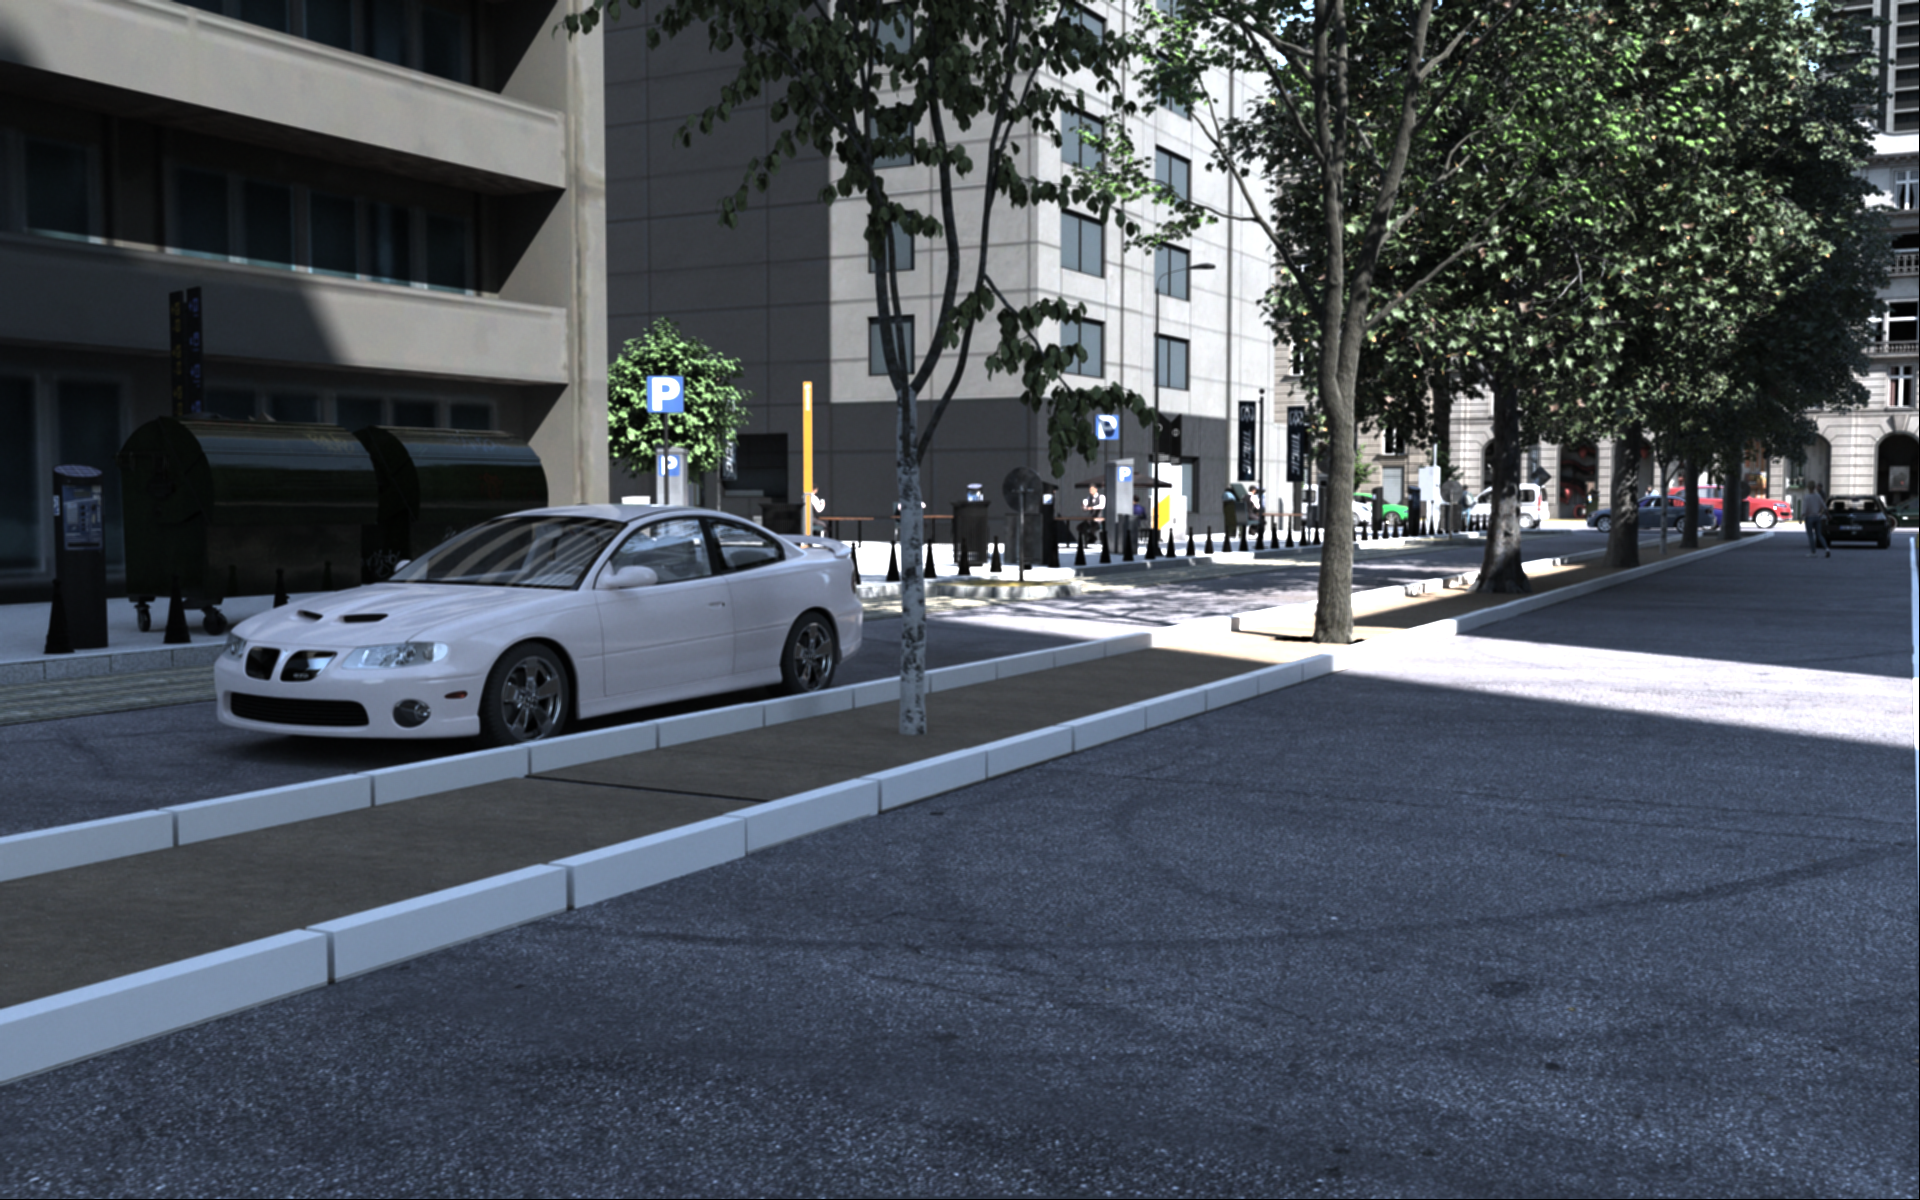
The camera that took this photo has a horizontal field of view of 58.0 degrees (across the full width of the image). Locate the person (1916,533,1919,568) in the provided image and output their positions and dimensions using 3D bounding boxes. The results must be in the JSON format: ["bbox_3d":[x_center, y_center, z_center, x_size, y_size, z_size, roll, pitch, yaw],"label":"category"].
[{"bbox_3d":[18.685,-1.440,32.261,1.509,1.804,0.699,2,4,30],"label":"person"}]

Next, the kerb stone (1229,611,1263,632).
[{"bbox_3d":[2.948,0.239,18.290,0.120,0.150,1.000,2,4,29],"label":"kerb stone"}]

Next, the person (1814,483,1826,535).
[{"bbox_3d":[30.154,-3.191,60.805,0.434,1.807,0.598,2,4,30],"label":"person"}]

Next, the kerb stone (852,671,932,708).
[{"bbox_3d":[-0.513,0.629,11.977,0.120,0.150,1.000,2,4,29],"label":"kerb stone"}]

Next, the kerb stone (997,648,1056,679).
[{"bbox_3d":[0.474,0.516,13.783,0.120,0.150,1.000,2,4,29],"label":"kerb stone"}]

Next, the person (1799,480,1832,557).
[{"bbox_3d":[19.485,-1.839,39.247,0.731,1.740,0.598,-1,4,-23],"label":"person"}]

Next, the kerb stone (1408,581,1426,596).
[{"bbox_3d":[6.397,-0.137,24.594,0.120,0.150,1.000,2,4,29],"label":"kerb stone"}]

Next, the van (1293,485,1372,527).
[{"bbox_3d":[16.040,-4.198,75.649,4.112,2.044,2.013,2,4,27],"label":"van"}]

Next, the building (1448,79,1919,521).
[{"bbox_3d":[38.282,-15.117,88.957,24.055,21.916,13.314,2,4,29],"label":"building"}]

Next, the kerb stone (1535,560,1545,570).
[{"bbox_3d":[10.839,-0.642,32.691,0.120,0.150,1.000,2,4,29],"label":"kerb stone"}]

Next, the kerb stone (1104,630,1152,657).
[{"bbox_3d":[1.461,0.404,15.589,0.120,0.150,1.000,2,4,29],"label":"kerb stone"}]

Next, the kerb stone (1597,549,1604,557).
[{"bbox_3d":[14.302,-1.028,39.003,0.120,0.150,1.000,2,4,29],"label":"kerb stone"}]

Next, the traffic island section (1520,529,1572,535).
[{"bbox_3d":[20.703,-2.430,62.013,2.009,0.180,2.903,2,4,29],"label":"traffic island section"}]

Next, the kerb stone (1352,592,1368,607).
[{"bbox_3d":[4.928,0.019,21.892,0.120,0.150,1.000,2,4,29],"label":"kerb stone"}]

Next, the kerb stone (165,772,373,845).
[{"bbox_3d":[-2.975,0.900,7.475,0.120,0.150,1.000,2,4,29],"label":"kerb stone"}]

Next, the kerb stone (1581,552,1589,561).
[{"bbox_3d":[13.312,-0.918,37.199,0.120,0.150,1.000,2,4,29],"label":"kerb stone"}]

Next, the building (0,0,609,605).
[{"bbox_3d":[-20.020,-24.381,22.331,21.300,48.544,21.600,2,4,29],"label":"building"}]

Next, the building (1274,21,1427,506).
[{"bbox_3d":[61.325,-50.318,260.943,20.611,71.187,20.563,2,4,29],"label":"building"}]

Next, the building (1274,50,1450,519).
[{"bbox_3d":[16.528,-18.529,100.219,25.104,27.353,12.463,2,4,29],"label":"building"}]

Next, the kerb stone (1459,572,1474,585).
[{"bbox_3d":[7.883,-0.311,27.298,0.120,0.150,1.000,2,4,29],"label":"kerb stone"}]

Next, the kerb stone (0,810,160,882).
[{"bbox_3d":[-3.467,0.955,6.573,0.120,0.150,1.000,2,4,29],"label":"kerb stone"}]

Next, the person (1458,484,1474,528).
[{"bbox_3d":[20.697,-3.832,71.134,0.794,1.824,0.713,3,4,38],"label":"person"}]

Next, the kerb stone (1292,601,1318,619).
[{"bbox_3d":[3.938,0.135,20.098,0.120,0.150,1.000,2,4,29],"label":"kerb stone"}]

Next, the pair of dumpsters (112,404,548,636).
[{"bbox_3d":[-6.260,-0.927,17.645,1.574,2.255,4.437,2,4,29],"label":"pair of dumpsters"}]

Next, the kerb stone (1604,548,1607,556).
[{"bbox_3d":[14.794,-1.083,39.902,0.120,0.150,1.000,2,4,29],"label":"kerb stone"}]

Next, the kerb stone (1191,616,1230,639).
[{"bbox_3d":[2.459,0.294,17.389,0.120,0.150,1.000,2,4,29],"label":"kerb stone"}]

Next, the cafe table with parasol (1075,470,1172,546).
[{"bbox_3d":[4.104,-2.374,43.686,2.610,1.966,2.610,3,5,40],"label":"cafe table with parasol"}]

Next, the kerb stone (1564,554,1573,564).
[{"bbox_3d":[12.315,-0.805,35.389,0.120,0.150,1.000,2,4,29],"label":"kerb stone"}]

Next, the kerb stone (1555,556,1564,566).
[{"bbox_3d":[11.829,-0.742,34.487,0.120,0.150,1.000,2,4,29],"label":"kerb stone"}]

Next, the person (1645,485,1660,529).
[{"bbox_3d":[28.878,-3.879,72.183,0.793,1.790,0.793,2,4,27],"label":"person"}]

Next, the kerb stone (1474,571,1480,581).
[{"bbox_3d":[8.368,-0.367,28.202,0.120,0.150,1.000,2,4,29],"label":"kerb stone"}]

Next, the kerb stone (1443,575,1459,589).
[{"bbox_3d":[7.384,-0.257,26.394,0.120,0.150,1.000,2,4,29],"label":"kerb stone"}]

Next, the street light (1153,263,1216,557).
[{"bbox_3d":[4.499,-3.832,35.194,1.470,5.913,1.316,2,4,29],"label":"street light"}]

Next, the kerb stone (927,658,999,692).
[{"bbox_3d":[-0.016,0.570,12.873,0.120,0.150,1.000,2,4,29],"label":"kerb stone"}]

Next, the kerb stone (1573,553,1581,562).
[{"bbox_3d":[12.810,-0.862,36.295,0.120,0.150,1.000,2,4,29],"label":"kerb stone"}]

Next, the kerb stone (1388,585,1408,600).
[{"bbox_3d":[5.908,-0.092,23.693,0.120,0.150,1.000,2,4,29],"label":"kerb stone"}]

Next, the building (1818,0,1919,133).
[{"bbox_3d":[123.592,-48.224,226.711,20.611,71.187,20.563,2,4,29],"label":"building"}]

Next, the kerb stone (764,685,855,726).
[{"bbox_3d":[-1.006,0.685,11.075,0.120,0.150,1.000,2,4,29],"label":"kerb stone"}]

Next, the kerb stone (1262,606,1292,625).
[{"bbox_3d":[3.440,0.186,19.194,0.120,0.150,1.000,2,4,29],"label":"kerb stone"}]

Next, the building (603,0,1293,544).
[{"bbox_3d":[-2.058,-37.762,55.656,20.611,71.187,20.563,2,4,29],"label":"building"}]

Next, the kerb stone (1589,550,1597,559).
[{"bbox_3d":[13.806,-0.973,38.106,0.120,0.150,1.000,2,4,29],"label":"kerb stone"}]

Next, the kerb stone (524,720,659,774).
[{"bbox_3d":[-1.992,0.790,9.273,0.120,0.150,1.000,2,4,29],"label":"kerb stone"}]

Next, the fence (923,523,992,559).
[{"bbox_3d":[-0.239,-1.197,34.952,2.069,0.683,0.278,2,4,35],"label":"fence"}]

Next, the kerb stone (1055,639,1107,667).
[{"bbox_3d":[0.966,0.462,14.682,0.120,0.150,1.000,2,4,29],"label":"kerb stone"}]

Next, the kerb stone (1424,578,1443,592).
[{"bbox_3d":[6.896,-0.202,25.493,0.120,0.150,1.000,2,4,29],"label":"kerb stone"}]

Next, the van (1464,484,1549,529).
[{"bbox_3d":[22.434,-4.003,72.456,4.112,2.044,2.013,2,4,30],"label":"van"}]

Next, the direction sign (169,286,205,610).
[{"bbox_3d":[-8.585,-1.669,19.290,0.379,3.537,0.876,-3,5,-44],"label":"direction sign"}]

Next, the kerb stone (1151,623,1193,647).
[{"bbox_3d":[1.954,0.351,16.490,0.120,0.150,1.000,2,4,29],"label":"kerb stone"}]

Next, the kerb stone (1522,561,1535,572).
[{"bbox_3d":[10.347,-0.587,31.792,0.120,0.150,1.000,2,4,29],"label":"kerb stone"}]

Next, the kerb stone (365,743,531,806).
[{"bbox_3d":[-2.483,0.845,8.373,0.120,0.150,1.000,2,4,29],"label":"kerb stone"}]

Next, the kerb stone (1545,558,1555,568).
[{"bbox_3d":[11.331,-0.697,33.590,0.120,0.150,1.000,2,4,29],"label":"kerb stone"}]

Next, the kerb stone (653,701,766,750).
[{"bbox_3d":[-1.496,0.735,10.175,0.120,0.150,1.000,2,4,29],"label":"kerb stone"}]

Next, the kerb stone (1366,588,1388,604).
[{"bbox_3d":[5.413,-0.037,22.795,0.120,0.150,1.000,2,4,29],"label":"kerb stone"}]
